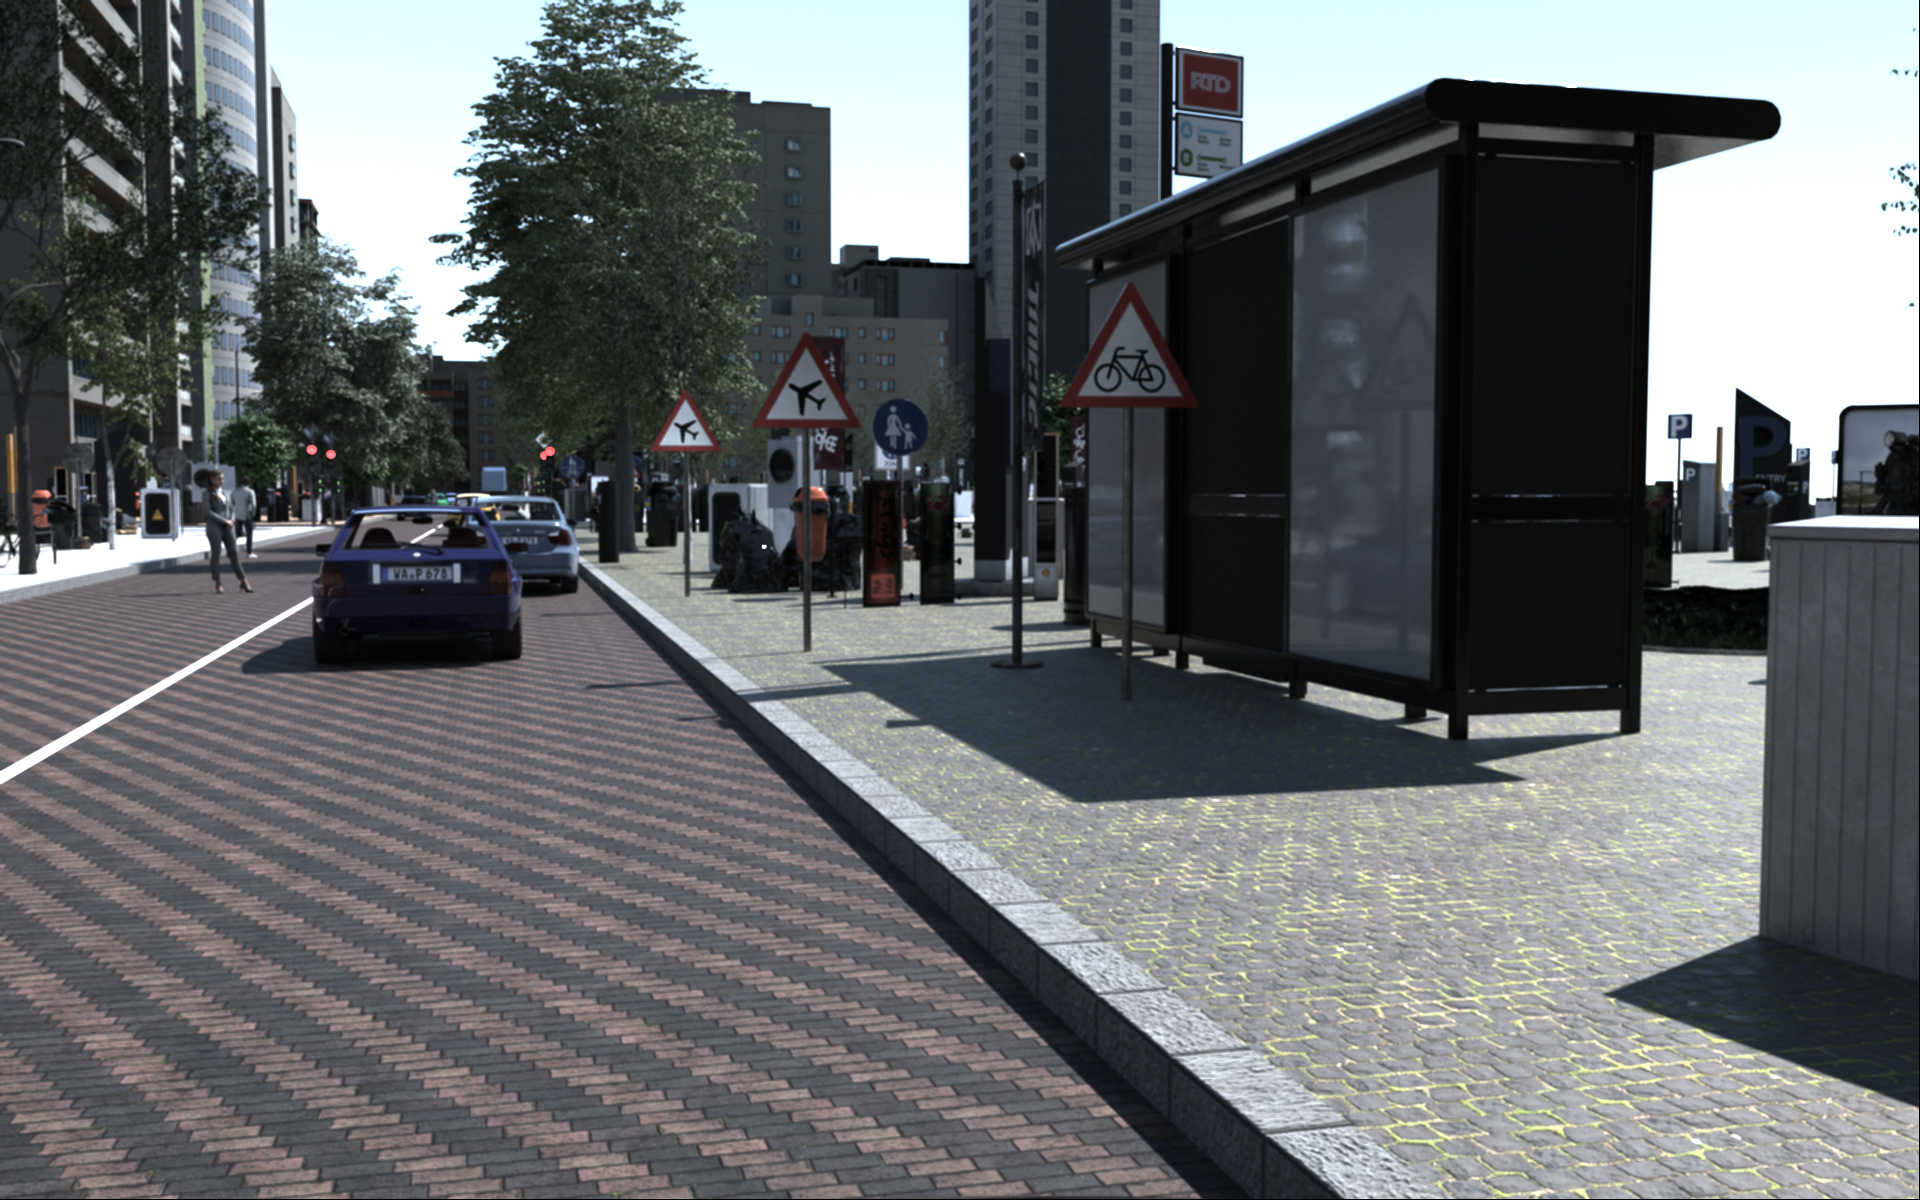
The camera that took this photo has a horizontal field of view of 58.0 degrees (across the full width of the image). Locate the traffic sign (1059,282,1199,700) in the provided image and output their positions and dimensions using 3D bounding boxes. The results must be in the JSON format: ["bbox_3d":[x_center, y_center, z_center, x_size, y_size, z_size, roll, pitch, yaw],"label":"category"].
[{"bbox_3d":[1.039,-0.656,10.733,0.884,2.594,0.081,-1,4,-10],"label":"traffic sign"}]

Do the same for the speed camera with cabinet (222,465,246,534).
[{"bbox_3d":[-22.678,-3.641,53.863,0.660,3.252,2.038,-3,5,-41],"label":"speed camera with cabinet"}]

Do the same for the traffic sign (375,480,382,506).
[{"bbox_3d":[-40.278,-7.307,119.568,0.768,2.556,0.104,-1,4,-11],"label":"traffic sign"}]

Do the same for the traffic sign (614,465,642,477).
[{"bbox_3d":[-10.561,-3.369,55.080,0.884,2.594,0.081,-1,4,-14],"label":"traffic sign"}]

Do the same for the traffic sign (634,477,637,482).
[{"bbox_3d":[-12.020,-3.721,62.969,0.606,2.300,0.079,-1,4,-10],"label":"traffic sign"}]

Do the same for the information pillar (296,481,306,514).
[{"bbox_3d":[-36.549,-5.584,95.790,0.304,2.012,0.304,3,5,42],"label":"information pillar"}]

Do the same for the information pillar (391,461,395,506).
[{"bbox_3d":[-39.648,-7.935,121.086,0.183,3.616,0.504,-2,4,-34],"label":"information pillar"}]

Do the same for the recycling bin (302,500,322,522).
[{"bbox_3d":[-29.636,-4.076,79.195,0.722,1.027,0.722,0,4,-7],"label":"recycling bin"}]

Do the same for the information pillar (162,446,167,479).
[{"bbox_3d":[-39.075,-5.737,85.159,0.183,3.616,0.504,-1,4,-12],"label":"information pillar"}]

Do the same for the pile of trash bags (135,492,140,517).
[{"bbox_3d":[-45.466,-5.292,96.278,1.912,1.369,3.447,-1,4,-13],"label":"pile of trash bags"}]

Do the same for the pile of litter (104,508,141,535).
[{"bbox_3d":[-26.464,-2.482,54.549,1.719,0.858,1.176,-2,4,-29],"label":"pile of litter"}]

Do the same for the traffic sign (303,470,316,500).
[{"bbox_3d":[-33.585,-5.473,89.585,0.768,2.556,0.104,-1,4,-9],"label":"traffic sign"}]

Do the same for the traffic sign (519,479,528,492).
[{"bbox_3d":[-36.623,-8.881,145.304,0.768,2.556,0.104,-1,4,-10],"label":"traffic sign"}]

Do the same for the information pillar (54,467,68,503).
[{"bbox_3d":[-24.690,-2.636,47.592,0.304,2.012,0.304,-2,4,-32],"label":"information pillar"}]

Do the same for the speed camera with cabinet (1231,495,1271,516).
[{"bbox_3d":[17.053,-6.532,101.129,2.038,3.252,0.660,0,4,-7],"label":"speed camera with cabinet"}]

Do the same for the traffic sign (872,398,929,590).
[{"bbox_3d":[-0.803,-1.412,23.188,0.768,2.556,0.104,-1,4,-9],"label":"traffic sign"}]

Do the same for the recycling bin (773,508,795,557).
[{"bbox_3d":[-3.362,-1.215,32.424,0.722,1.027,0.722,-3,4,-38],"label":"recycling bin"}]

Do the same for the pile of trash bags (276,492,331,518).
[{"bbox_3d":[-34.578,-4.991,91.359,3.447,1.369,1.912,-1,4,-13],"label":"pile of trash bags"}]

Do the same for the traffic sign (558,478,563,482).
[{"bbox_3d":[-31.647,-8.342,136.496,0.768,2.556,0.104,0,4,-7],"label":"traffic sign"}]

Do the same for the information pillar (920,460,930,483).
[{"bbox_3d":[-2.303,-7.818,119.186,0.504,3.616,0.183,2,4,31],"label":"information pillar"}]

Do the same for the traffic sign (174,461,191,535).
[{"bbox_3d":[-24.316,-3.178,54.098,0.606,2.300,0.079,-1,4,-11],"label":"traffic sign"}]

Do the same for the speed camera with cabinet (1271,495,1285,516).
[{"bbox_3d":[19.220,-6.477,100.236,0.660,3.252,2.038,-3,5,-44],"label":"speed camera with cabinet"}]

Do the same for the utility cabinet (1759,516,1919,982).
[{"bbox_3d":[2.636,0.402,4.587,0.306,1.237,1.020,-2,4,-23],"label":"utility cabinet"}]

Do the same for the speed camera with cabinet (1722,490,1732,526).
[{"bbox_3d":[30.058,-4.480,67.583,2.038,3.252,0.660,3,5,44],"label":"speed camera with cabinet"}]

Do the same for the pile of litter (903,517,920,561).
[{"bbox_3d":[-1.059,-1.223,33.955,1.176,0.858,1.719,-1,4,-10],"label":"pile of litter"}]

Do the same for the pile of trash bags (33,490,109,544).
[{"bbox_3d":[-23.136,-2.128,44.541,1.912,1.369,3.447,-1,4,-12],"label":"pile of trash bags"}]

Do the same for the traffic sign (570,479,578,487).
[{"bbox_3d":[-33.578,-9.224,150.924,0.768,2.556,0.104,-1,4,-9],"label":"traffic sign"}]

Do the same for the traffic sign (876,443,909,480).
[{"bbox_3d":[-1.186,-1.719,30.239,0.606,2.300,0.079,-1,4,-10],"label":"traffic sign"}]

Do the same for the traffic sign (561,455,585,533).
[{"bbox_3d":[-12.639,-3.453,56.568,0.768,2.556,0.104,-1,4,-8],"label":"traffic sign"}]

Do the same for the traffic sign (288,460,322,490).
[{"bbox_3d":[-39.111,-6.694,103.314,2.265,3.308,0.079,-1,4,-11],"label":"traffic sign"}]

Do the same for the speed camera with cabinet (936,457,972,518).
[{"bbox_3d":[-0.396,-6.049,93.235,2.038,3.252,0.660,-2,4,-29],"label":"speed camera with cabinet"}]

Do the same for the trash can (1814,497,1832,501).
[{"bbox_3d":[36.659,-3.785,73.535,0.748,1.137,0.748,0,3,0],"label":"trash can"}]

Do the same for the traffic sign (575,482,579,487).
[{"bbox_3d":[-27.925,-7.807,127.642,0.884,2.594,0.081,-1,4,-10],"label":"traffic sign"}]

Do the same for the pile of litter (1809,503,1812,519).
[{"bbox_3d":[39.745,-4.074,80.581,1.176,0.858,1.719,0,4,-6],"label":"pile of litter"}]

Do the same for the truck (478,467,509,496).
[{"bbox_3d":[-45.189,-10.925,168.384,2.967,4.110,18.799,-1,4,-16],"label":"truck"}]

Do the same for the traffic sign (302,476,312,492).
[{"bbox_3d":[-37.405,-6.082,99.553,0.768,2.556,0.104,-1,4,-8],"label":"traffic sign"}]

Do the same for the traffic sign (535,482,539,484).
[{"bbox_3d":[-32.354,-8.169,133.662,0.768,2.556,0.104,-1,4,-9],"label":"traffic sign"}]

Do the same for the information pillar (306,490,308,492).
[{"bbox_3d":[-44.059,-6.882,117.012,0.304,2.012,0.304,-2,4,-26],"label":"information pillar"}]

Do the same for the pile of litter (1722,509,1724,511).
[{"bbox_3d":[27.639,-3.039,63.650,1.176,0.858,1.719,-2,4,-27],"label":"pile of litter"}]

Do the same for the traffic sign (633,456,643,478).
[{"bbox_3d":[-10.796,-3.477,56.948,0.768,2.556,0.104,0,4,-6],"label":"traffic sign"}]

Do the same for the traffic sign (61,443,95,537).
[{"bbox_3d":[-21.860,-2.620,42.946,0.768,2.556,0.104,-1,4,-10],"label":"traffic sign"}]

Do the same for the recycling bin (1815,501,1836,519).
[{"bbox_3d":[31.036,-3.024,61.994,0.722,1.027,0.722,2,4,32],"label":"recycling bin"}]

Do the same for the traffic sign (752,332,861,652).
[{"bbox_3d":[-1.243,-0.857,14.023,0.884,2.594,0.081,-1,4,-14],"label":"traffic sign"}]

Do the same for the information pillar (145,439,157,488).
[{"bbox_3d":[-34.581,-5.062,74.117,0.183,3.616,0.504,2,4,32],"label":"information pillar"}]

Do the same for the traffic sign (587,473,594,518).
[{"bbox_3d":[-17.808,-5.021,84.219,0.606,2.300,0.079,-1,4,-10],"label":"traffic sign"}]

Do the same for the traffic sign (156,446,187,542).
[{"bbox_3d":[-20.997,-2.817,46.169,0.768,2.556,0.104,-1,4,-11],"label":"traffic sign"}]

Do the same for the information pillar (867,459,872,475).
[{"bbox_3d":[-6.065,-7.660,116.590,0.183,3.616,0.504,-3,4,-37],"label":"information pillar"}]

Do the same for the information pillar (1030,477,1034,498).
[{"bbox_3d":[6.312,-9.819,151.894,0.504,3.616,0.183,-2,4,-34],"label":"information pillar"}]

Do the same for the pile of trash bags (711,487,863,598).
[{"bbox_3d":[-2.174,-0.797,22.780,1.912,1.369,3.447,-1,4,-15],"label":"pile of trash bags"}]

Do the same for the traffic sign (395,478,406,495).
[{"bbox_3d":[-43.344,-8.201,134.189,0.768,2.556,0.104,-1,4,-12],"label":"traffic sign"}]

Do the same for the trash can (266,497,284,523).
[{"bbox_3d":[-30.727,-4.041,77.732,0.748,1.137,0.748,0,3,0],"label":"trash can"}]

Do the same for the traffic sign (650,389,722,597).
[{"bbox_3d":[-3.412,-1.321,21.604,0.884,2.594,0.081,-1,4,-9],"label":"traffic sign"}]

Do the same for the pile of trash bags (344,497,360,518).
[{"bbox_3d":[-34.353,-5.188,94.583,3.447,1.369,1.912,1,4,11],"label":"pile of trash bags"}]

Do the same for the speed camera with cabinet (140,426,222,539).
[{"bbox_3d":[-22.639,-3.418,50.216,2.038,3.252,0.660,-1,4,-18],"label":"speed camera with cabinet"}]

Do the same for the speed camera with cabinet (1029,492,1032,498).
[{"bbox_3d":[4.737,-8.867,139.316,2.038,3.252,0.660,-1,4,-12],"label":"speed camera with cabinet"}]

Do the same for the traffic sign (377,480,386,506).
[{"bbox_3d":[-43.216,-7.785,129.411,0.606,2.300,0.079,0,4,-8],"label":"traffic sign"}]

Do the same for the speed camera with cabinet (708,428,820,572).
[{"bbox_3d":[-3.199,-2.065,28.095,2.038,3.252,0.660,3,4,38],"label":"speed camera with cabinet"}]

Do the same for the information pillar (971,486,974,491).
[{"bbox_3d":[1.139,-9.471,159.348,0.304,2.012,0.304,0,4,6],"label":"information pillar"}]
